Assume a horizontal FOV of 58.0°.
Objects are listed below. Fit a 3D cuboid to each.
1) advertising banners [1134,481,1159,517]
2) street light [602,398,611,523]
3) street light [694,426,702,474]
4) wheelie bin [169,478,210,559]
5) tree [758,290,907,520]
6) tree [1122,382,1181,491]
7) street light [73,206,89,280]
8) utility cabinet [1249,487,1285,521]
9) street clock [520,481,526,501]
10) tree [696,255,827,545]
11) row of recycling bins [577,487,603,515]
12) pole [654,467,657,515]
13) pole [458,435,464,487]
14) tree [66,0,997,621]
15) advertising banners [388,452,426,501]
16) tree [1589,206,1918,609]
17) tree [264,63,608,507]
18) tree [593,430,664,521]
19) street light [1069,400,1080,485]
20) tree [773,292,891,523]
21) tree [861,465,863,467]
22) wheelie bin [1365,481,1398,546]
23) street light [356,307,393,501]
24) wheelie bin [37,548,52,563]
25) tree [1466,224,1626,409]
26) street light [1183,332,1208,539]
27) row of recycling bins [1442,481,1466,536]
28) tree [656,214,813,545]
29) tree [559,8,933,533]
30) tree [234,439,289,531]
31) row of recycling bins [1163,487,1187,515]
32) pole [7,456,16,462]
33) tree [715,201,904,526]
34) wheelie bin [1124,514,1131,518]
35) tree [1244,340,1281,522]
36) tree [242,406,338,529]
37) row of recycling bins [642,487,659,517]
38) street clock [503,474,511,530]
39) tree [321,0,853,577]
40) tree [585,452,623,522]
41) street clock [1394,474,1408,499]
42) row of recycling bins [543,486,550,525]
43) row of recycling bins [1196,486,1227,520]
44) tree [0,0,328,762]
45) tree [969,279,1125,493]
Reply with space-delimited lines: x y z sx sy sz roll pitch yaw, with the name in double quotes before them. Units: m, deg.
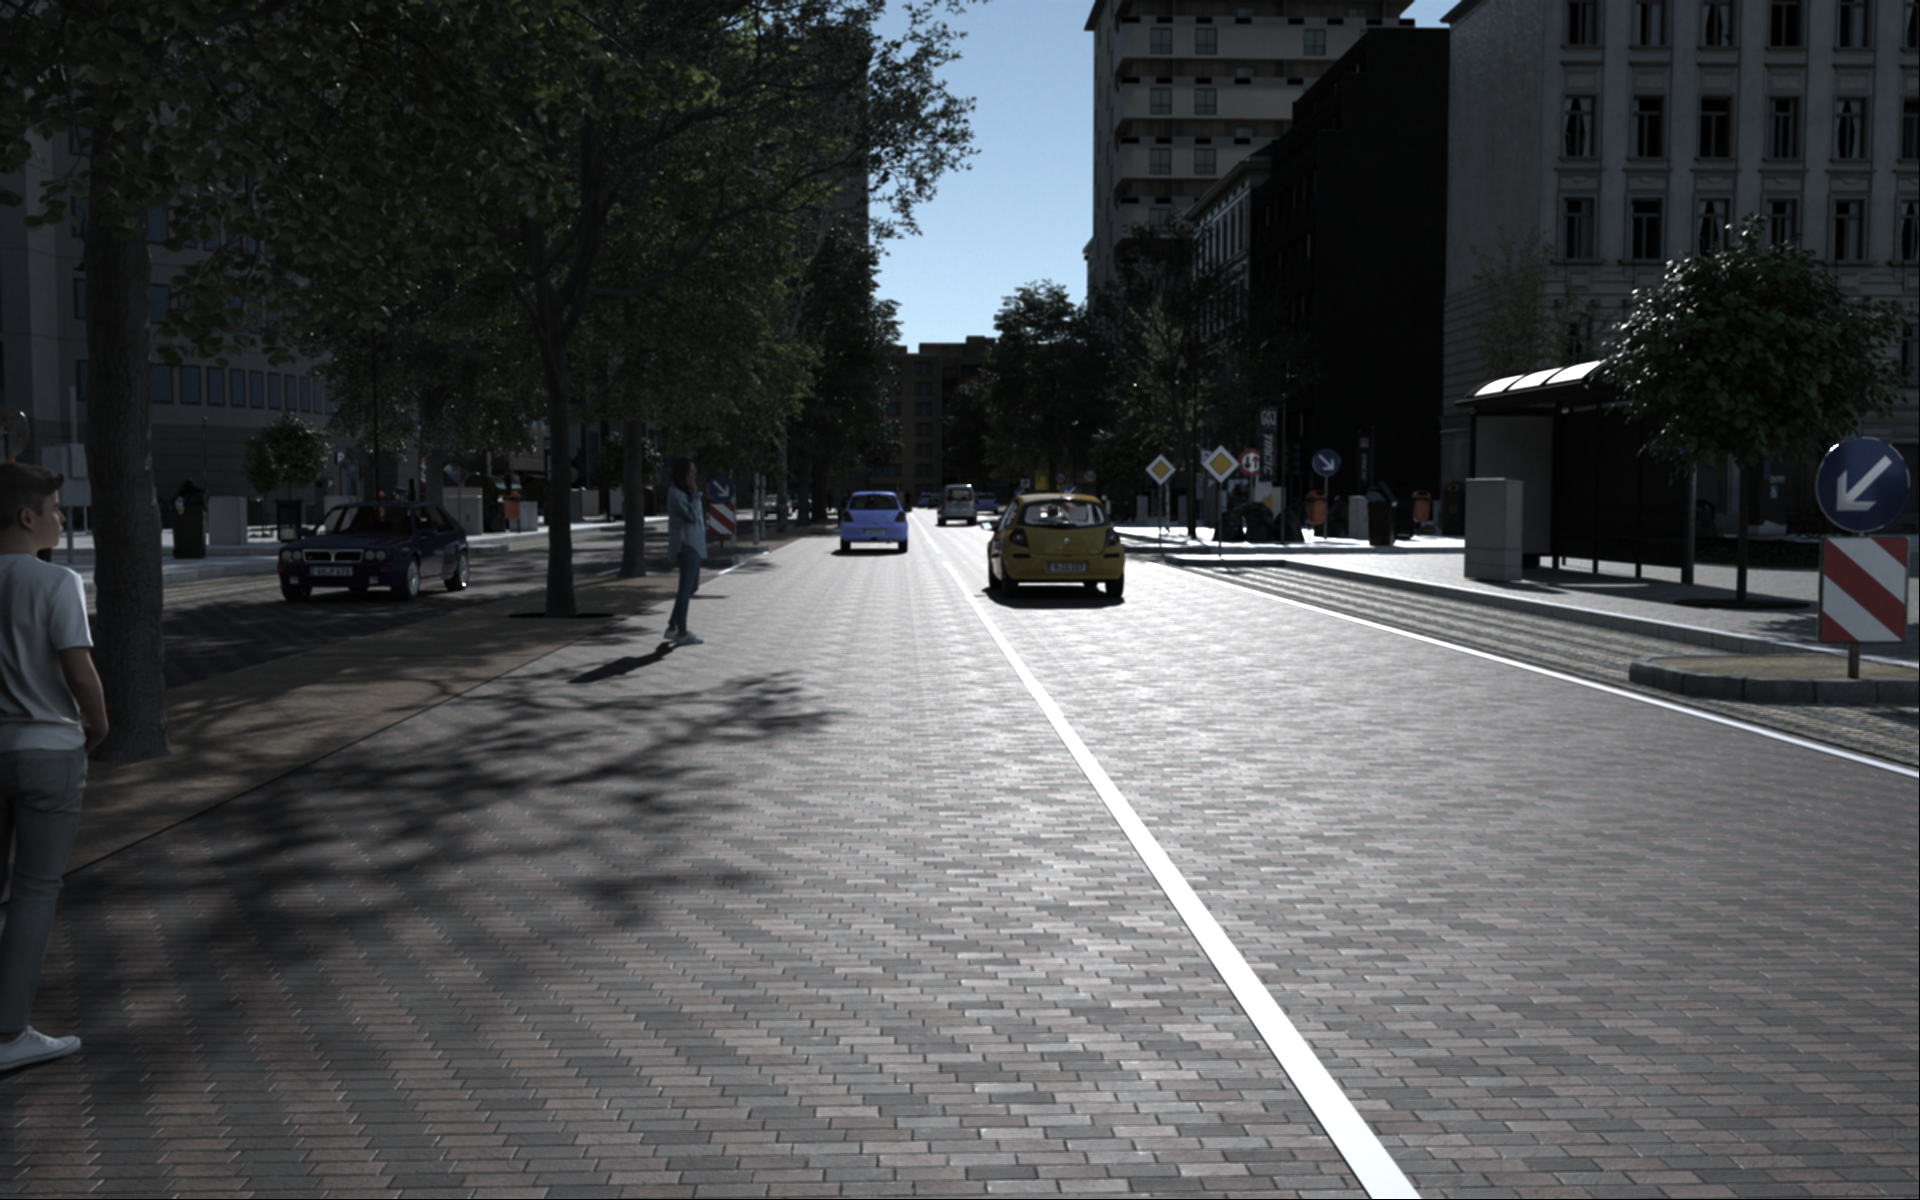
"advertising banners" 10.337 -6.105 95.997 2.074 3.025 0.090 -1 4 -20
"street light" -15.594 -6.360 76.775 0.468 5.910 1.993 0 4 -2
"street light" -16.702 -8.445 110.860 0.468 5.910 1.993 0 4 -2
"wheelie bin" -15.341 -1.627 34.516 0.693 1.594 0.980 -1 4 -17
"tree" -7.776 -10.819 96.351 9.611 12.733 9.660 0 3 0
"tree" 12.163 -9.869 111.722 4.737 8.622 4.395 0 3 0
"street light" -13.758 -3.386 28.147 0.468 5.910 1.993 0 4 -2
"utility cabinet" 9.505 -2.752 53.679 1.173 1.500 0.318 -2 4 -27
"street clock" -23.930 -5.517 94.771 0.358 2.002 0.471 1 4 11
"tree" -5.774 -5.870 48.797 4.360 8.622 3.978 0 3 0
"row of recycling bins" -23.519 -6.026 105.633 3.534 1.692 1.069 0 4 -1
"pole" -18.595 -6.840 105.676 0.158 3.312 0.155 0 3 0
"pole" -17.278 -4.051 60.071 0.158 3.312 0.155 0 3 0
"tree" -4.579 -6.524 19.488 12.009 13.543 11.850 0 3 0
"advertising banners" -22.528 -4.569 70.883 0.090 3.025 2.074 2 4 32
"tree" 8.974 -2.216 19.952 4.285 4.588 4.351 0 3 0
"tree" -15.286 -8.795 50.460 9.857 13.997 8.962 0 3 0
"tree" -15.903 -6.072 82.995 4.285 4.588 4.351 0 3 0
"street light" 5.548 -6.786 83.740 0.468 5.910 1.993 0 4 -2
"tree" -7.204 -9.684 86.547 9.928 11.665 9.643 0 3 0
"tree" -8.380 -11.278 104.972 7.486 12.596 7.792 0 3 0
"wheelie bin" 10.483 -2.154 43.129 0.693 1.594 0.980 2 4 26
"street light" -14.344 -4.265 42.527 0.468 5.910 1.993 0 4 -2
"wheelie bin" -15.153 -1.239 28.173 0.693 1.594 0.980 2 4 33
"tree" 15.612 -5.921 47.173 4.737 8.622 4.395 0 3 0
"street light" 6.737 -4.702 49.658 0.468 5.910 1.993 0 4 -2
"row of recycling bins" 16.120 -2.780 52.560 1.069 1.692 3.534 -2 4 -33
"tree" -5.791 -5.586 44.153 4.737 8.622 4.395 0 3 0
"tree" -7.777 -12.566 63.799 12.611 20.169 13.585 0 3 0
"tree" -24.501 -4.078 61.274 1.663 3.219 1.824 0 3 0
"row of recycling bins" 13.102 -6.015 105.464 1.069 1.692 3.534 1 4 21
"pole" -24.831 -3.150 45.353 0.158 3.312 0.155 0 3 0
"tree" -6.932 -10.210 76.042 9.857 13.997 8.962 0 3 0
"wheelie bin" 8.684 -5.149 92.095 0.693 1.594 0.980 -2 4 -32
"tree" 12.784 -7.842 78.583 4.360 8.622 3.978 0 3 0
"tree" -25.020 -4.961 64.832 4.285 4.588 4.351 0 3 0
"row of recycling bins" -20.306 -6.477 113.015 1.069 1.692 3.534 0 4 -3
"street clock" -16.128 -3.504 61.859 0.358 2.002 0.471 -1 4 -15
"tree" -5.760 -6.689 29.944 7.486 12.596 7.792 0 3 0
"tree" -16.197 -5.187 79.416 1.663 3.219 1.824 0 3 0
"street clock" 16.149 -3.600 63.423 0.471 2.002 0.358 1 4 20
"row of recycling bins" -16.836 -3.990 72.345 1.069 1.692 3.534 -1 4 -16
"row of recycling bins" 13.131 -4.923 87.602 1.069 1.692 3.534 3 4 38
"tree" -4.655 -5.437 9.475 7.486 12.596 7.792 0 3 0
"tree" 5.560 -11.963 102.253 9.857 13.997 8.962 0 3 0
